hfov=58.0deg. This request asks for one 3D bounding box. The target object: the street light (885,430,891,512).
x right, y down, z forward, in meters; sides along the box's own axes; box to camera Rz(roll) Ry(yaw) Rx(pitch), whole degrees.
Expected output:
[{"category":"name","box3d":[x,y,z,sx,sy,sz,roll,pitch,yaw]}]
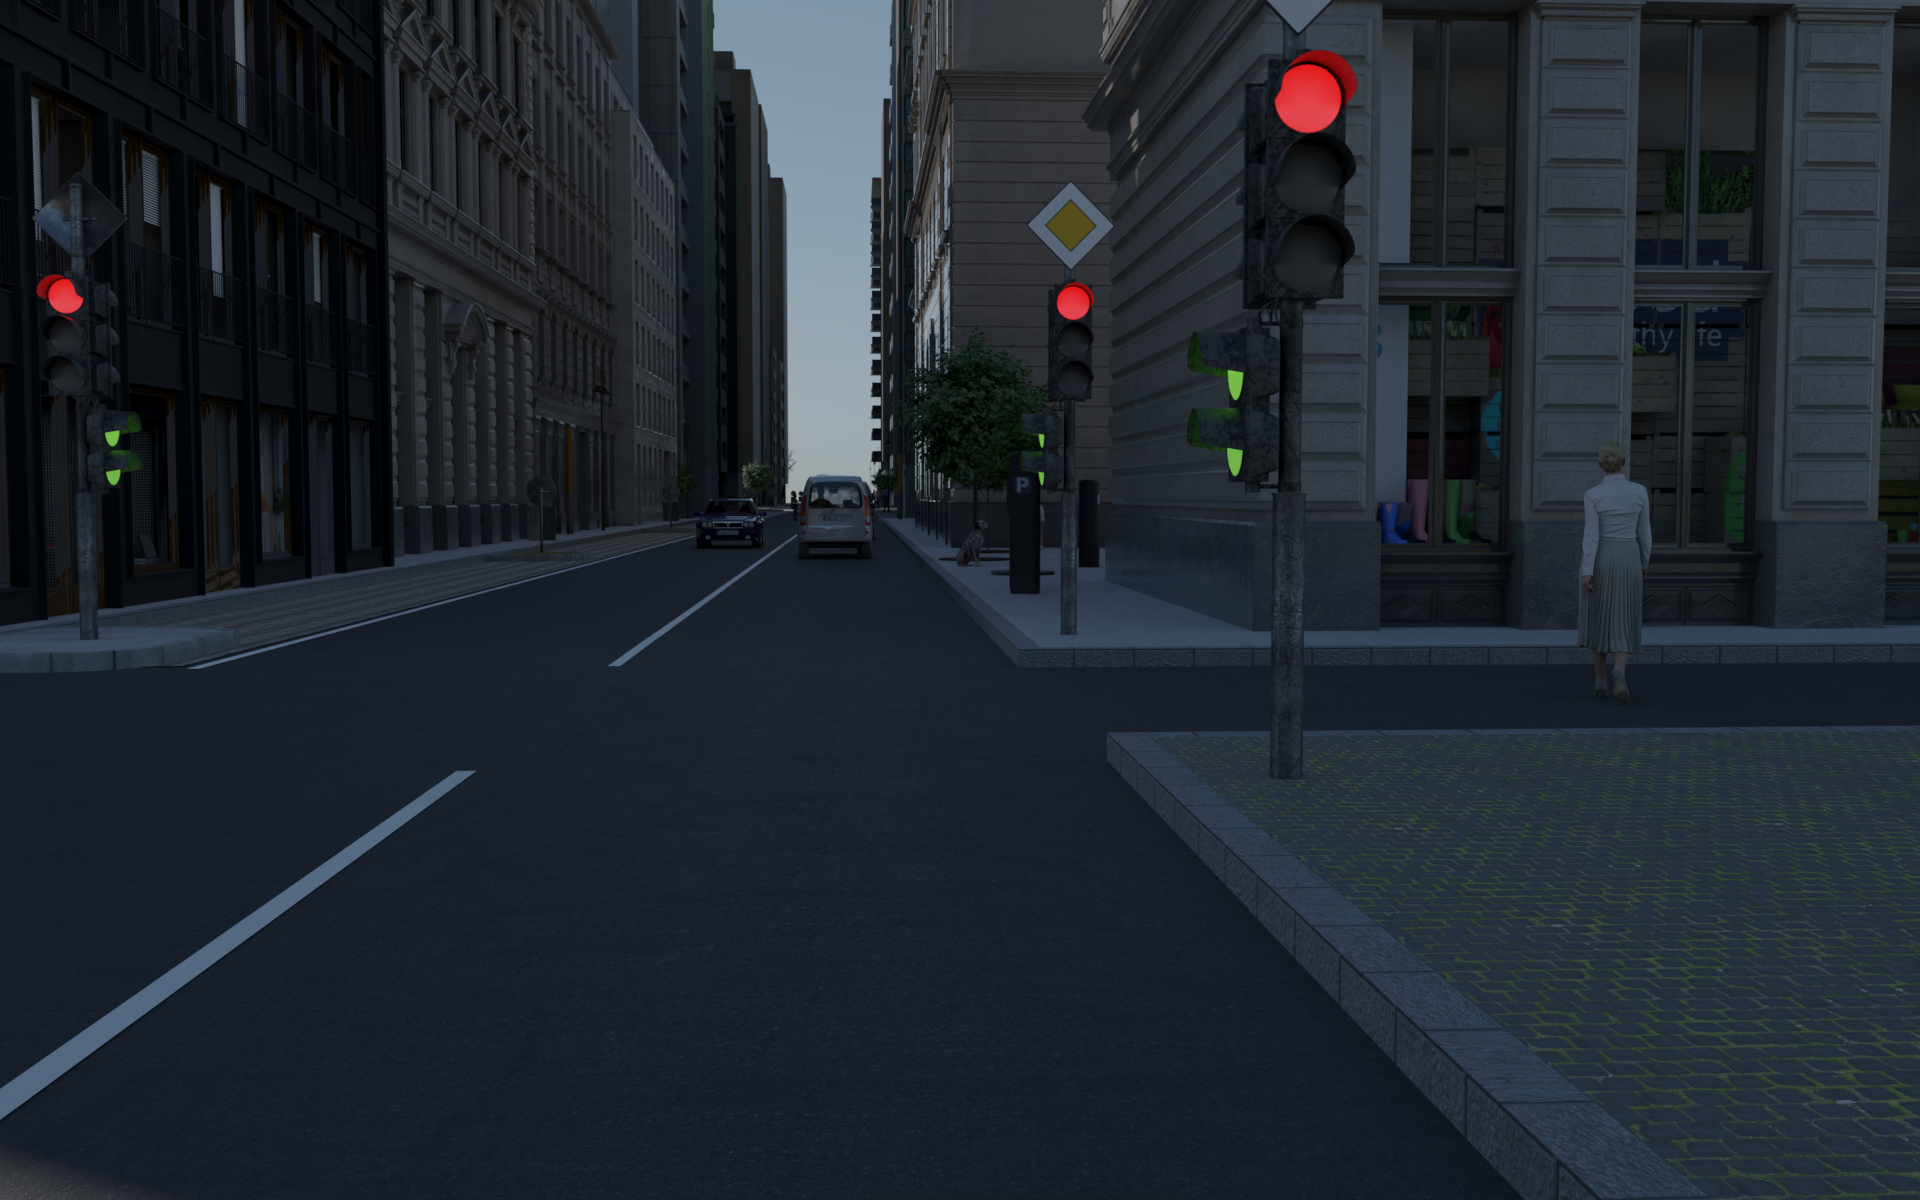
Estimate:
[{"category":"street light","box3d":[-5.040,-9.107,121.684,0.468,5.910,1.993,0,4,-3]}]

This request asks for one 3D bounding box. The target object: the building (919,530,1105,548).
[{"category":"building","box3d":[4.672,-15.628,52.788,12.463,27.353,25.104,0,4,-3]}]

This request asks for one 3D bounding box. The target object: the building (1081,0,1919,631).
[{"category":"building","box3d":[11.662,-11.737,20.781,19.941,23.489,11.050,0,4,-3]}]

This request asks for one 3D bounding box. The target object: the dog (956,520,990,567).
[{"category":"dog","box3d":[0.167,-1.009,30.871,0.513,0.831,0.800,-1,4,-20]}]

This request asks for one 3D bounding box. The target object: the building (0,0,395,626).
[{"category":"building","box3d":[-15.670,-11.746,21.717,12.332,23.373,15.834,0,4,-3]}]

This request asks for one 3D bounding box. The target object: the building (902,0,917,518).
[{"category":"building","box3d":[3.605,-20.110,100.494,14.160,30.474,14.107,0,4,-3]}]

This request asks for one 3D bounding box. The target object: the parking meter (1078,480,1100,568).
[{"category":"parking meter","box3d":[2.263,-1.342,30.352,0.372,1.533,0.369,0,3,0]}]

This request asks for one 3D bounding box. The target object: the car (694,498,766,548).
[{"category":"car","box3d":[-6.234,-2.114,47.152,1.945,1.354,3.894,0,4,-5]}]

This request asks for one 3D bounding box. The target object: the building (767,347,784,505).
[{"category":"building","box3d":[-36.549,-22.725,216.593,27.650,21.520,28.899,0,4,-3]}]

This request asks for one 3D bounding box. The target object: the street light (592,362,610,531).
[{"category":"street light","box3d":[-12.524,-5.373,60.628,0.468,5.910,1.993,0,4,-3]}]

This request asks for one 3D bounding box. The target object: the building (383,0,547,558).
[{"category":"building","box3d":[-16.520,-12.918,40.095,11.050,23.489,19.941,0,4,-3]}]

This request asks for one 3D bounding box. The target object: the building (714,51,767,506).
[{"category":"building","box3d":[-28.067,-32.377,179.475,14.600,45.320,14.200,0,4,-3]}]

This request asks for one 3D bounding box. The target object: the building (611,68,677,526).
[{"category":"building","box3d":[-18.734,-13.592,76.975,10.420,20.320,16.860,0,4,-3]}]

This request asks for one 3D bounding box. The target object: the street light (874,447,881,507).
[{"category":"street light","box3d":[-7.807,-11.867,166.816,0.468,5.910,1.993,0,4,-3]}]

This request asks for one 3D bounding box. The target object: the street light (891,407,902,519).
[{"category":"street light","box3d":[-3.226,-7.188,90.308,0.468,5.910,1.993,0,4,-3]}]

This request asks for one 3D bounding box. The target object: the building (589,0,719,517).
[{"category":"building","box3d":[-23.216,-26.130,110.821,14.154,41.232,14.086,0,4,-3]}]

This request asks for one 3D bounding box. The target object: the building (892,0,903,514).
[{"category":"building","box3d":[2.064,-29.267,128.627,14.600,45.320,14.200,0,4,-3]}]

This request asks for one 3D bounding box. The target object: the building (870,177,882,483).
[{"category":"building","box3d":[-1.118,-35.532,235.579,22.147,44.769,28.867,0,4,-3]}]

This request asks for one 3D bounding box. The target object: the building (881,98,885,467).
[{"category":"building","box3d":[-1.696,-33.198,192.904,14.600,45.320,14.200,0,4,-3]}]

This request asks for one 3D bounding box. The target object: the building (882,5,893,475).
[{"category":"building","box3d":[5.142,-32.503,151.029,23.786,49.044,30.456,0,4,-3]}]

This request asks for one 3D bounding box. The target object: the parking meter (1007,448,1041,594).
[{"category":"parking meter","box3d":[0.820,-1.014,22.287,0.399,1.863,0.255,1,4,17]}]

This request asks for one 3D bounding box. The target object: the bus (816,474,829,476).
[{"category":"bus","box3d":[-16.971,-13.782,216.884,2.896,3.916,12.252,0,4,-2]}]

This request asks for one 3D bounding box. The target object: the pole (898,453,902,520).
[{"category":"pole","box3d":[-2.993,-5.685,86.789,0.158,3.312,0.155,0,3,0]}]

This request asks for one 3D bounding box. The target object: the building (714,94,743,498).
[{"category":"building","box3d":[-23.328,-21.623,125.239,14.160,30.474,14.107,0,4,-3]}]

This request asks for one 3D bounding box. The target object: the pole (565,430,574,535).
[{"category":"pole","box3d":[-12.389,-3.735,54.914,0.158,3.312,0.155,0,3,0]}]

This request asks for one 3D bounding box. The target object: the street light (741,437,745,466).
[{"category":"street light","box3d":[-17.207,-10.024,136.674,0.468,5.910,1.993,0,4,-3]}]

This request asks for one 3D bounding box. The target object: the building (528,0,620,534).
[{"category":"building","box3d":[-17.761,-12.862,59.450,9.793,20.994,18.267,0,4,-3]}]

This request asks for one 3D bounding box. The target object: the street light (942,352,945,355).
[{"category":"street light","box3d":[-0.334,-4.438,45.347,0.468,5.910,1.993,0,4,-3]}]

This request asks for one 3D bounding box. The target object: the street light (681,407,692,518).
[{"category":"street light","box3d":[-14.456,-7.273,91.704,0.468,5.910,1.993,0,4,-3]}]

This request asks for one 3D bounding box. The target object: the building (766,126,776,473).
[{"category":"building","box3d":[-28.768,-33.314,194.791,14.600,45.320,14.200,0,4,-3]}]

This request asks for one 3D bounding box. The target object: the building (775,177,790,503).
[{"category":"building","box3d":[-30.894,-35.964,238.126,14.600,45.320,14.200,0,4,-3]}]

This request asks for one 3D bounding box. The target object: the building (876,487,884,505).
[{"category":"building","box3d":[0.138,-47.179,209.631,20.563,71.187,20.611,0,4,-3]}]
